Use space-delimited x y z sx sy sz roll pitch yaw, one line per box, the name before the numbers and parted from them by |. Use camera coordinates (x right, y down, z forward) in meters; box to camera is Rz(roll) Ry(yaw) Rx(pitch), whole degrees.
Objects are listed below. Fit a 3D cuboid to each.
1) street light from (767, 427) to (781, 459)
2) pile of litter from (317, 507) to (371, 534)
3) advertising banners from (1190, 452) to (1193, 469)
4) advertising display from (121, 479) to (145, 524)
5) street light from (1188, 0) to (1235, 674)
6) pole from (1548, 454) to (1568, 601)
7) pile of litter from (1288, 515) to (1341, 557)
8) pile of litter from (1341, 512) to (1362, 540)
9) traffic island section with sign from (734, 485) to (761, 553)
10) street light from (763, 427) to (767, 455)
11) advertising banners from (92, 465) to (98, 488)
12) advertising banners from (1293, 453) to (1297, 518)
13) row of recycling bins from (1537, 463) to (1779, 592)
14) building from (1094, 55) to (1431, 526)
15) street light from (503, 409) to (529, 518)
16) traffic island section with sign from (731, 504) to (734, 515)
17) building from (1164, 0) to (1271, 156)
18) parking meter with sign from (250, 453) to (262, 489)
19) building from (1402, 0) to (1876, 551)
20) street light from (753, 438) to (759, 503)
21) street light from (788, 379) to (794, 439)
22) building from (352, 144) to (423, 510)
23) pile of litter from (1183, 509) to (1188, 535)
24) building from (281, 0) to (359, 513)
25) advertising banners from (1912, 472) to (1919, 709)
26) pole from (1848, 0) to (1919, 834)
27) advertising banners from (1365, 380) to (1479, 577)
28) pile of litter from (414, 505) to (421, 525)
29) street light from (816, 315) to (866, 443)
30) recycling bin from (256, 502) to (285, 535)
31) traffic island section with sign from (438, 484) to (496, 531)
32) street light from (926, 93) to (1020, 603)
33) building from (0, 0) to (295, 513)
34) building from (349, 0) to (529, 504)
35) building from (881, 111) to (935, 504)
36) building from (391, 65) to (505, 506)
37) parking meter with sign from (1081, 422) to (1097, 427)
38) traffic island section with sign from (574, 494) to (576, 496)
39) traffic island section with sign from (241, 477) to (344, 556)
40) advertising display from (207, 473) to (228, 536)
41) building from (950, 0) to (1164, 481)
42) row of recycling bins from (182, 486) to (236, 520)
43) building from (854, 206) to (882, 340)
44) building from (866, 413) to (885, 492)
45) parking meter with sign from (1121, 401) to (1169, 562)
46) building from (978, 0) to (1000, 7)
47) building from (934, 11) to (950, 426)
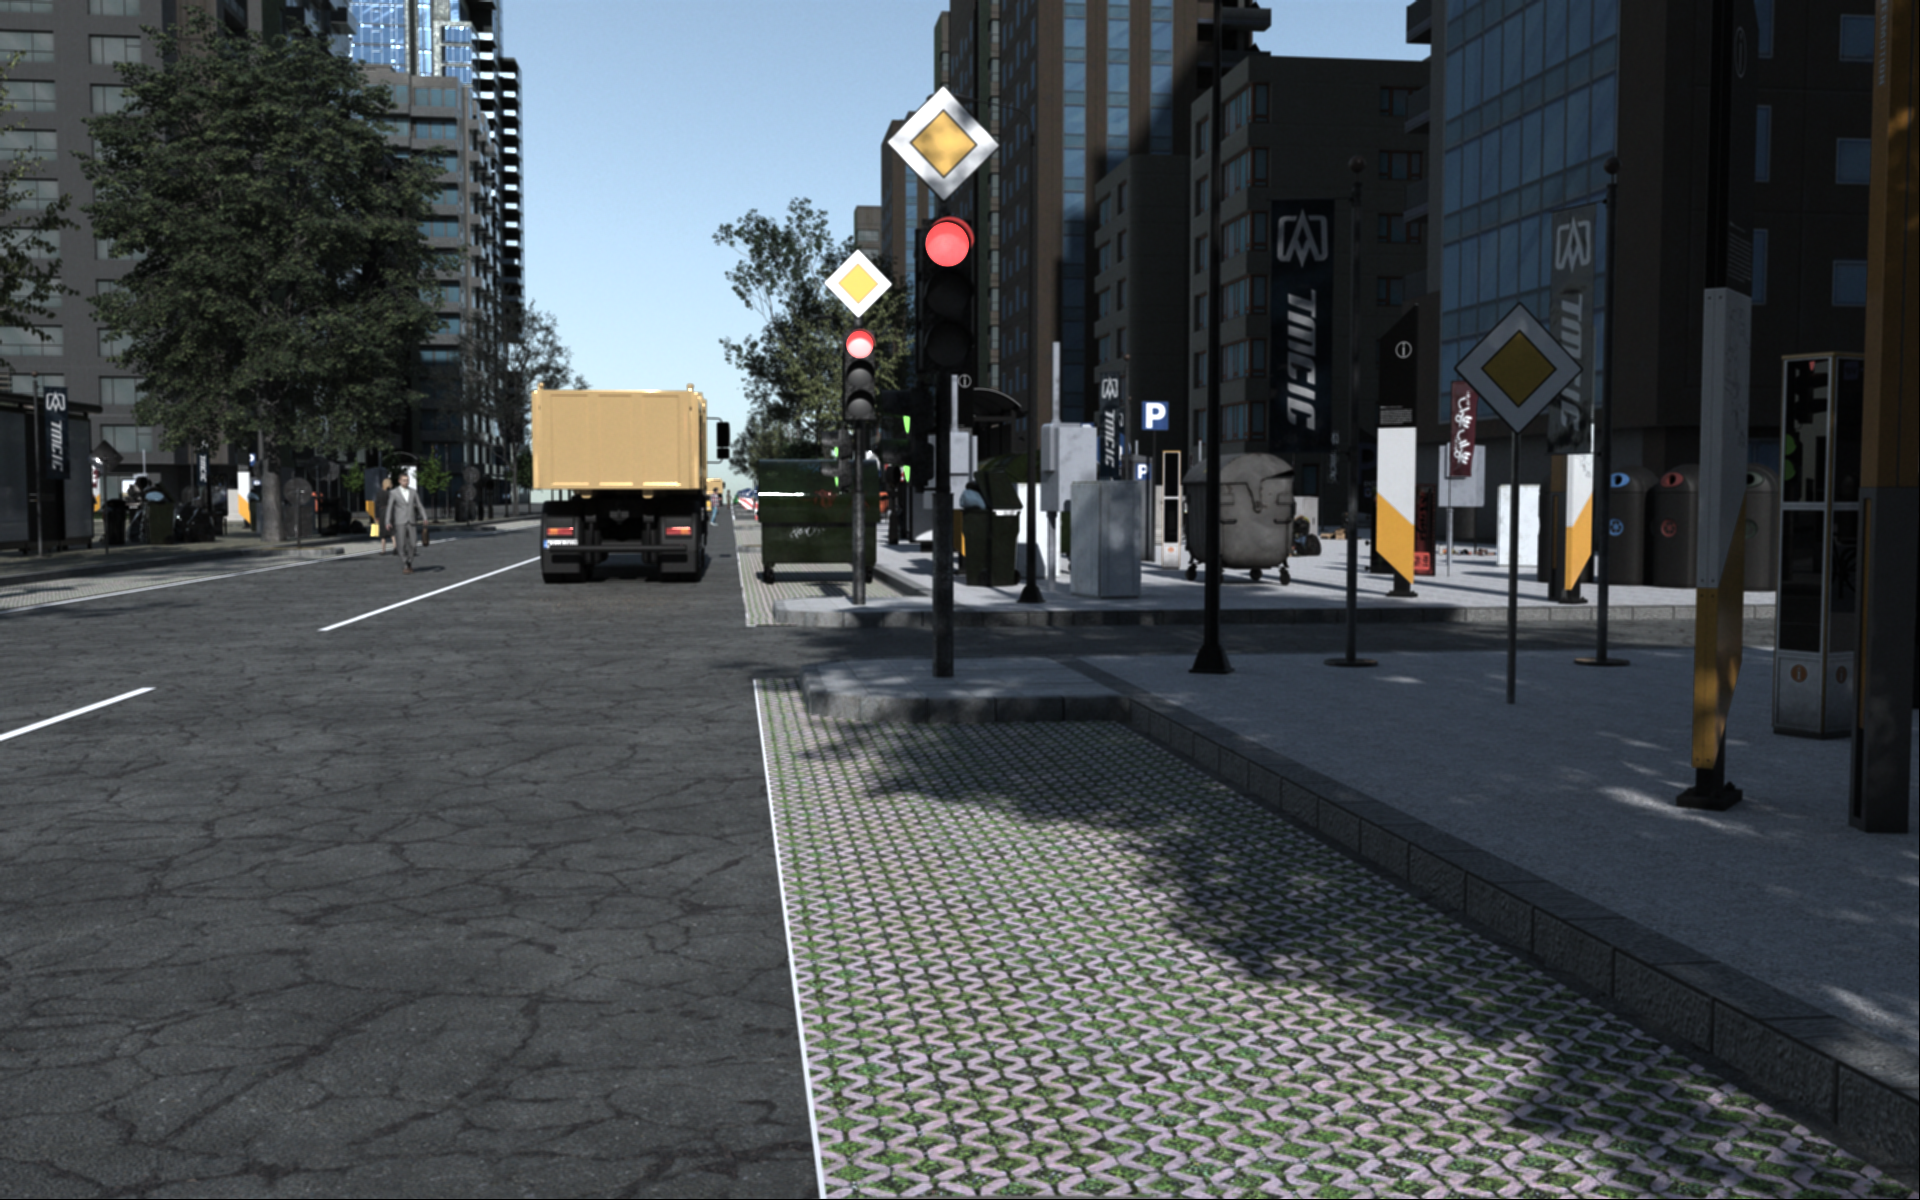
street light | -9.649 -7.471 94.687 1.470 5.913 1.316 0 4 -8
pile of litter | -20.042 -2.583 56.202 1.719 0.858 1.176 -1 4 -13
advertising banners | 9.770 -4.626 71.828 0.090 3.025 2.074 0 4 -5
advertising display | -35.643 -4.249 74.693 0.974 1.923 0.123 0 4 0
street light | 1.280 -2.429 12.261 1.470 5.913 1.316 0 4 -8
pole | 7.209 -1.648 20.793 0.158 3.312 0.155 0 3 0
pile of litter | 6.821 -1.348 36.006 1.719 0.858 1.176 -2 4 -32
pile of litter | 10.847 -2.167 49.395 1.176 0.858 1.719 1 4 10
traffic island section with sign | -4.506 -2.089 42.778 1.989 1.847 2.006 0 4 -8
street light | -12.939 -9.020 120.016 1.470 5.913 1.316 0 4 -8
advertising banners | -37.219 -4.716 73.287 2.074 3.025 0.090 1 4 19
advertising banners | 12.481 -4.183 64.581 0.090 3.025 2.074 1 4 15
row of recycling bins | 9.711 -1.045 24.195 1.069 1.692 3.534 -3 5 -39
building | 23.150 -14.656 84.660 27.650 21.520 28.899 0 4 -8
street light | -24.106 -7.433 94.067 1.470 5.913 1.316 0 4 -8
traffic island section with sign | -8.058 -3.723 69.499 1.989 1.847 2.006 0 4 -8
building | 10.446 -28.060 108.894 14.600 45.320 14.200 0 4 -8
parking meter with sign | -29.991 -4.731 73.620 0.543 3.016 1.738 -3 4 -36
building | 20.432 -23.976 42.114 14.200 45.320 14.600 0 4 -8
street light | -16.319 -10.532 144.737 1.470 5.913 1.316 0 4 -8
street light | -6.320 -5.949 69.812 1.470 5.913 1.316 0 4 -8
building | -52.677 -22.638 141.834 14.160 30.474 14.107 0 4 -8
pile of litter | 7.226 -2.467 54.294 1.176 0.858 1.719 -1 4 -20
building | -54.138 -30.488 118.092 23.786 49.044 30.456 0 4 -8
advertising banners | 6.289 -0.851 10.108 2.074 3.025 0.090 1 4 15
pole | 3.512 -0.776 6.526 0.158 3.312 0.155 0 3 0
advertising banners | 7.244 -1.895 27.177 0.090 3.025 2.074 -3 5 -39
pile of litter | -22.968 -3.543 71.886 1.176 0.858 1.719 -1 4 -13
street light | -3.040 -4.437 45.078 1.470 5.913 1.316 0 4 -8
recycling bin | -21.637 -2.556 54.350 0.722 1.027 0.722 -2 4 -34
traffic island section with sign | -19.134 -3.591 67.337 1.989 1.847 2.006 0 4 -8
street light | 0.306 -2.920 20.282 1.470 5.913 1.316 0 4 -8
building | -46.634 -25.279 96.901 14.154 41.232 14.086 0 4 -8
building | -68.789 -56.086 229.682 22.319 86.520 31.000 0 4 -8
building | -1.731 -33.878 204.012 14.600 45.320 14.200 0 4 -8
building | -65.568 -35.517 200.313 23.786 49.044 30.456 0 4 -8
parking meter with sign | 2.460 -2.785 41.803 1.738 3.016 0.543 -3 4 -36
traffic island section with sign | -25.843 -6.673 117.737 1.989 1.847 2.006 0 4 -8
traffic island section with sign | -15.583 -1.956 40.601 1.989 1.847 2.006 0 4 -8
advertising display | -22.986 -2.961 53.629 0.123 1.923 0.974 0 4 7
building | 6.944 -29.792 137.213 14.600 45.320 14.200 0 4 -8
row of recycling bins | -36.863 -4.848 86.371 3.534 1.692 1.069 -2 4 -27
building | -8.195 -34.524 248.067 14.154 41.232 14.086 0 4 -8
building | 1.453 -23.442 228.308 27.650 21.520 28.899 0 4 -8
parking meter with sign | 3.423 -2.269 33.353 0.543 3.016 1.738 -1 4 -16
building | 8.088 -26.890 123.250 14.154 41.232 14.086 0 4 -8
building | 4.532 -28.635 151.777 14.154 41.232 14.086 0 4 -8
